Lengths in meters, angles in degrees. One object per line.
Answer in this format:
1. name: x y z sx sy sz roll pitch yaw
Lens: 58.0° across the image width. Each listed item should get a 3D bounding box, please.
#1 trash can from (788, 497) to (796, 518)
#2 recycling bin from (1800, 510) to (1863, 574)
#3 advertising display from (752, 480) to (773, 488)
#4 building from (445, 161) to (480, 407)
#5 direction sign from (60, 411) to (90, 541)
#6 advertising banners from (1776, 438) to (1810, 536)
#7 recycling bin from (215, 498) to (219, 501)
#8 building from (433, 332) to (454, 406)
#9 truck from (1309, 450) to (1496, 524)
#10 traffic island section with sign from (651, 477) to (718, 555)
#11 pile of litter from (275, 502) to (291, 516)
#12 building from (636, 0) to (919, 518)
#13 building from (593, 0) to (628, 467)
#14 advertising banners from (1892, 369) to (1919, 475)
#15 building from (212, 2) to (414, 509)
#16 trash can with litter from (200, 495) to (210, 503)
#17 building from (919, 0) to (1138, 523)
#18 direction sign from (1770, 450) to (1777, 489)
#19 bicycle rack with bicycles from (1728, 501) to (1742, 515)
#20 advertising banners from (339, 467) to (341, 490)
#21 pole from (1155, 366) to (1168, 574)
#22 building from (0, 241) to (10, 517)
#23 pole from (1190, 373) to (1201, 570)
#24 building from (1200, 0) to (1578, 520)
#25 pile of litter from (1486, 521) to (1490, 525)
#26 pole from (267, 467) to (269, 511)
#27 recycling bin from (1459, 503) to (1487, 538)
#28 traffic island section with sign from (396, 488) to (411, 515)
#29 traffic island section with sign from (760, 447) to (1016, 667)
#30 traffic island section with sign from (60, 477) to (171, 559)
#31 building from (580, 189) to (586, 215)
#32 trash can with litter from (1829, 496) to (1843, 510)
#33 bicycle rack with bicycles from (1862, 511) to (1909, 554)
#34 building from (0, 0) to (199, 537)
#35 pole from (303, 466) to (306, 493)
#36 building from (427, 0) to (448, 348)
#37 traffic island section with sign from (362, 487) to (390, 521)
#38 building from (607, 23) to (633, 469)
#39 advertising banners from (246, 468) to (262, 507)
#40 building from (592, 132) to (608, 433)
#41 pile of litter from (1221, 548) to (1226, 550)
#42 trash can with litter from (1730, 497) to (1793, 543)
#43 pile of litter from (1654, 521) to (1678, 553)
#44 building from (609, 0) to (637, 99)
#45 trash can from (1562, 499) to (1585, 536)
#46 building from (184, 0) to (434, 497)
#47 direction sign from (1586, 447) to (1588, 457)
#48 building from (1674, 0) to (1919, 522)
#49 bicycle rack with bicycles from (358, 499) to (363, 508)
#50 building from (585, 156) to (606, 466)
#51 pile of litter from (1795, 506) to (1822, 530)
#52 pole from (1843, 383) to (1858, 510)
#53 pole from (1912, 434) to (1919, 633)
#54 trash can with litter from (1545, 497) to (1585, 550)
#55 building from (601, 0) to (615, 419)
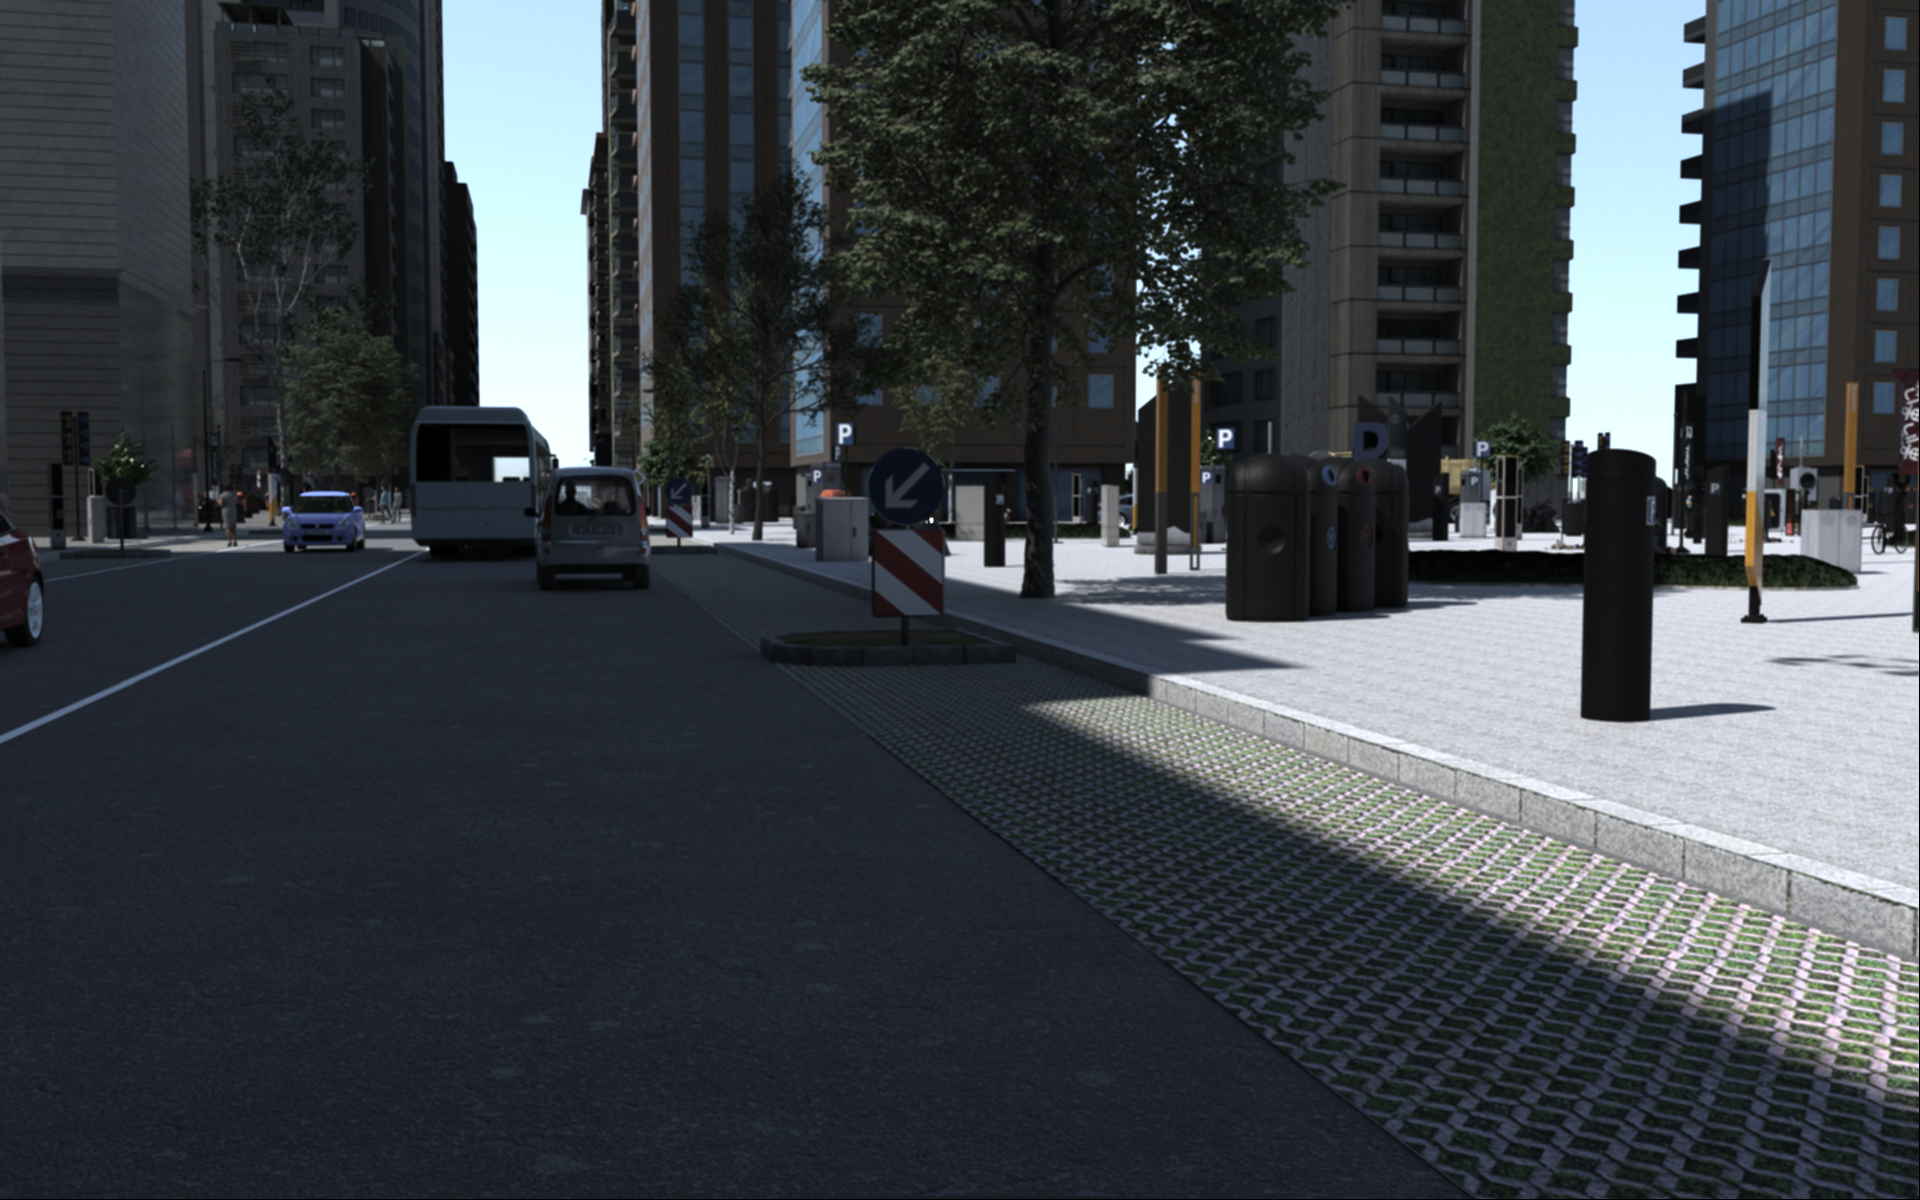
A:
1. trash can: -8.790 -4.925 92.173 0.748 1.137 0.748 0 3 0
2. recycling bin: 14.082 -0.945 28.005 0.722 1.027 0.722 0 4 7
3. advertising display: -9.318 -4.673 81.619 0.974 1.923 0.123 0 4 2
4. building: -82.219 -38.485 252.924 21.300 48.544 21.600 -1 4 -13
5. direction sign: -24.245 -3.397 47.530 0.379 3.537 0.876 1 4 22
6. advertising banners: 25.572 -3.490 53.250 0.090 3.025 2.074 0 4 -1
7. recycling bin: -53.111 -6.841 124.404 0.722 1.027 0.722 -1 4 -12
8. building: -72.380 -21.469 196.055 27.650 21.520 28.899 -1 4 -13
9. truck: 19.621 -5.005 77.762 9.791 3.379 3.469 -1 4 -11
10. traffic island section with sign: -6.938 -2.026 41.760 1.989 1.847 2.006 -1 4 -13
11. pile of litter: -39.628 -5.373 101.820 1.719 0.858 1.176 2 4 31
12. building: -11.109 -27.460 99.082 14.600 45.320 14.200 -1 4 -13
13. building: -26.481 -52.954 178.470 22.319 86.520 31.000 -1 4 -13
14. advertising banners: 14.087 -1.721 24.323 2.074 3.025 0.090 0 4 1
15. building: -54.964 -28.439 148.566 14.154 41.232 14.086 -1 4 -13
16. trash can with litter: -45.767 -5.688 104.055 2.233 1.210 1.678 -1 4 -23
17. building: -0.394 -26.519 83.702 14.200 45.320 14.600 -1 4 -13
18. direction sign: 41.663 -5.911 88.636 0.876 3.537 0.379 -3 4 -39
19. bicycle rack with bicycles: 39.777 -4.497 86.910 2.852 0.926 2.925 -1 4 -17
20. advertising banners: -41.021 -7.143 112.969 0.090 3.025 2.074 1 4 18
21. pole: 3.220 -2.069 27.676 0.158 3.312 0.155 0 3 0
22. building: -26.065 -13.062 18.076 19.350 26.468 34.151 -1 4 -13
23. pole: 3.956 -2.154 29.065 0.158 3.312 0.155 0 3 0
24. building: 21.306 -24.751 88.268 14.086 41.232 14.154 -1 4 -13
25. pile of litter: 22.329 -3.474 70.771 1.719 0.858 1.176 3 4 39
26. pole: -51.678 -8.301 129.569 0.158 3.312 0.155 0 3 0
27. recycling bin: 14.977 -2.327 50.597 0.722 1.027 0.722 1 4 12
28. traffic island section with sign: -37.659 -6.731 118.678 1.989 1.847 2.006 -1 4 -13
29. traffic island section with sign: -0.724 -0.407 15.281 1.989 1.847 2.006 -1 4 -13
30. traffic island section with sign: -18.931 -1.855 38.963 1.989 1.847 2.006 -1 4 -13
31. building: -48.769 -42.969 291.789 28.713 52.752 27.495 -1 4 -13
32. trash can with litter: 33.082 -3.375 66.242 2.233 1.210 1.678 0 4 2
33. bicycle rack with bicycles: 20.437 -1.422 36.633 2.852 0.926 2.925 3 5 45
34. building: -40.545 -16.846 52.920 29.804 29.767 11.434 -1 4 -13
35. pole: -46.663 -7.926 123.432 0.158 3.312 0.155 0 3 0
36. building: -77.312 -48.532 231.744 20.563 71.187 20.611 -1 4 -13
37. traffic island section with sign: -31.456 -5.118 92.299 1.989 1.847 2.006 -1 4 -13
38. building: -24.412 -28.897 156.053 14.154 41.232 14.086 -1 4 -13
39. advertising banners: -48.016 -7.403 117.220 2.074 3.025 0.090 1 4 22
40. building: -32.826 -33.922 209.250 22.147 44.769 28.867 -1 4 -13
41. pile of litter: 6.864 -1.563 39.512 1.719 0.858 1.176 2 4 24
42. trash can with litter: 21.294 -2.147 46.161 1.678 1.210 2.233 2 4 33
43. pile of litter: 13.165 -1.123 32.321 1.176 0.858 1.719 2 4 28
44. building: -14.391 -28.990 128.609 22.147 44.769 28.867 -1 4 -13
45. trash can: 18.791 -2.528 52.989 0.748 1.137 0.748 0 3 0
46. building: -63.139 -38.276 167.813 21.231 58.520 28.212 -1 4 -13
47. direction sign: 29.759 -5.582 83.265 0.876 3.537 0.379 -1 4 -15
48. building: 48.828 -27.002 91.596 14.200 45.320 14.600 -1 4 -13
49. bicycle rack with bicycles: -46.635 -7.424 134.765 2.925 0.926 2.852 -2 4 -30
50. building: -41.717 -41.346 265.252 28.713 52.752 27.495 -1 4 -13
51. pile of litter: 30.153 -2.907 61.488 1.719 0.858 1.176 0 4 -6
52. pole: 16.352 -2.323 31.827 0.158 3.312 0.155 0 3 0
53. pole: 8.926 -1.350 15.918 0.158 3.312 0.155 0 3 0
54. trash can with litter: 14.707 -1.789 40.309 2.233 1.210 1.678 1 4 11
55. building: -40.944 -49.050 240.211 20.563 71.187 20.611 -1 4 -13
